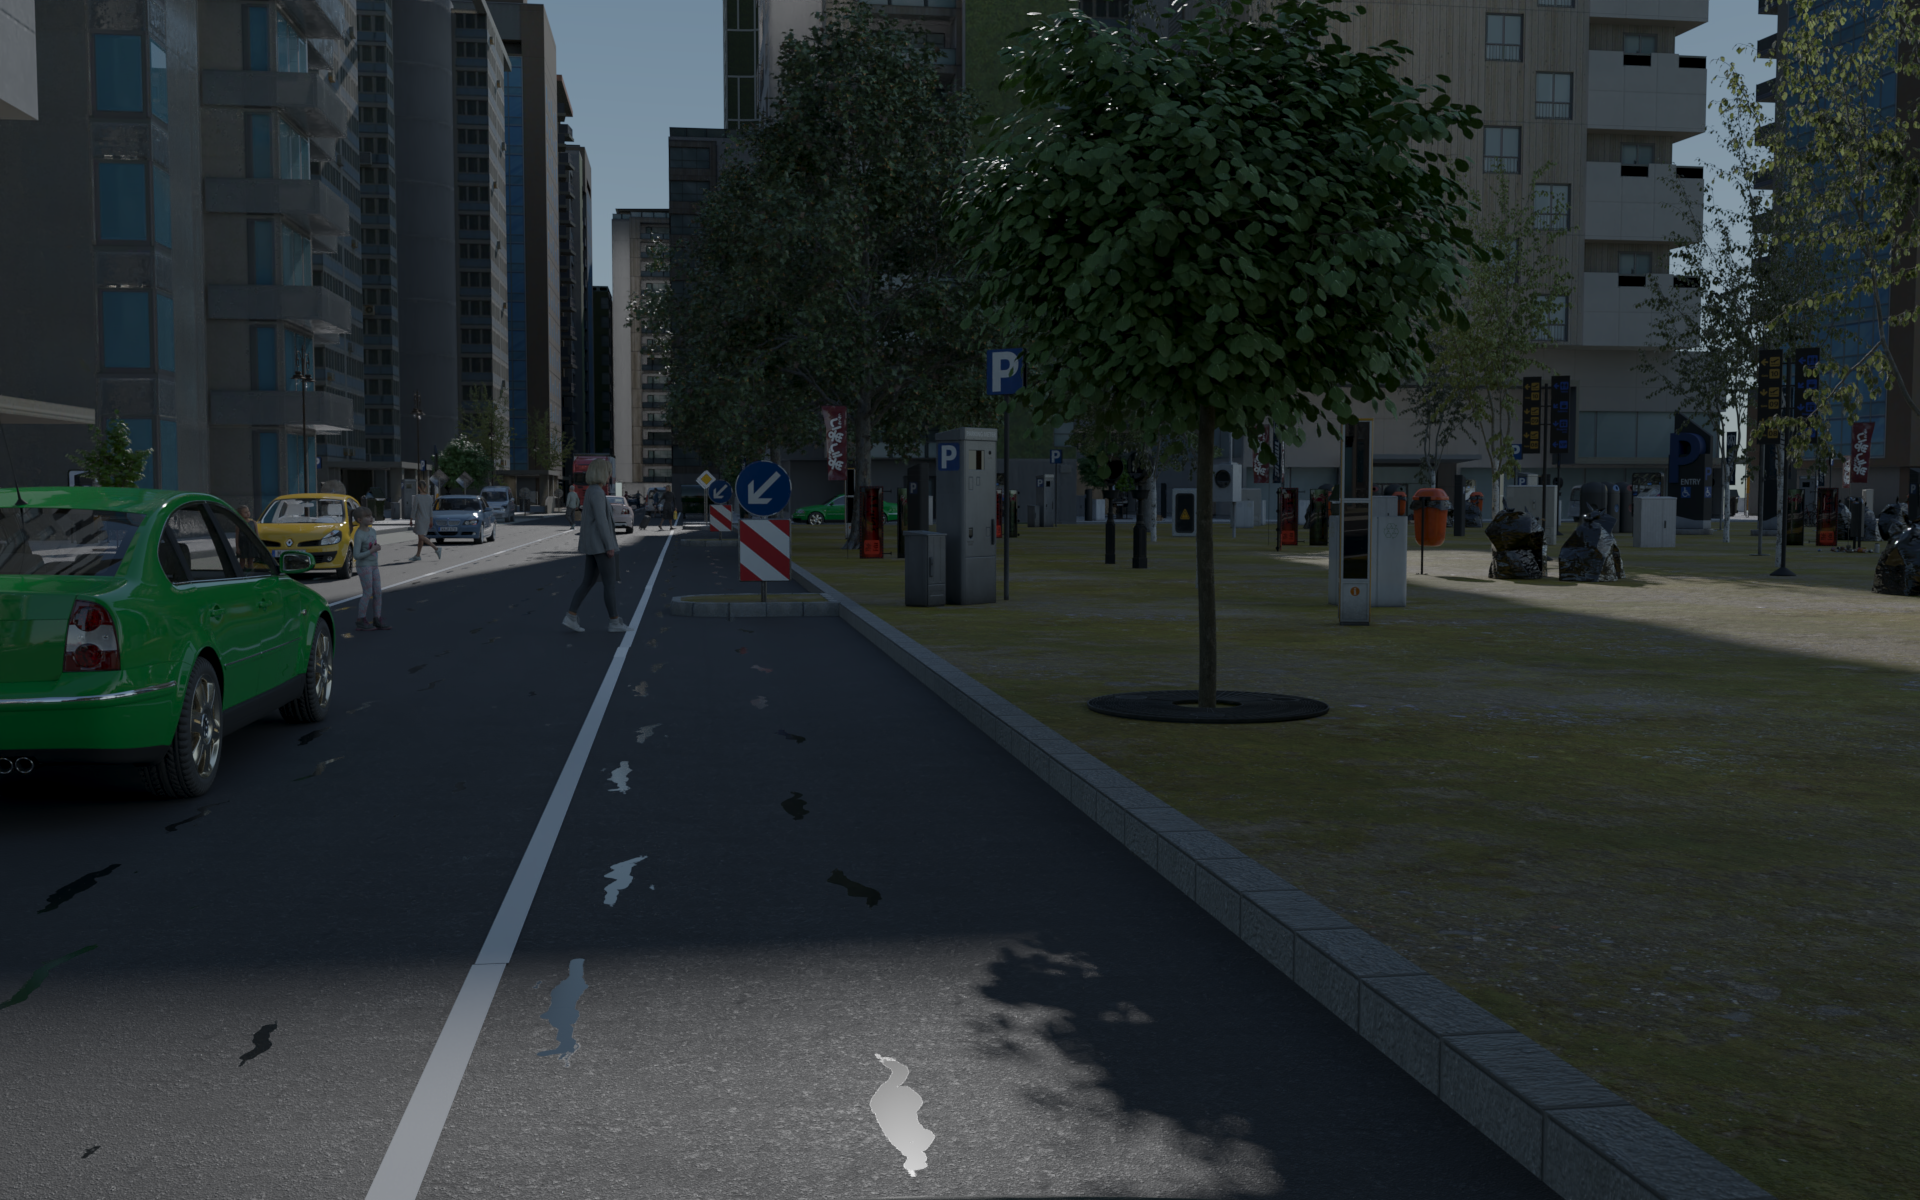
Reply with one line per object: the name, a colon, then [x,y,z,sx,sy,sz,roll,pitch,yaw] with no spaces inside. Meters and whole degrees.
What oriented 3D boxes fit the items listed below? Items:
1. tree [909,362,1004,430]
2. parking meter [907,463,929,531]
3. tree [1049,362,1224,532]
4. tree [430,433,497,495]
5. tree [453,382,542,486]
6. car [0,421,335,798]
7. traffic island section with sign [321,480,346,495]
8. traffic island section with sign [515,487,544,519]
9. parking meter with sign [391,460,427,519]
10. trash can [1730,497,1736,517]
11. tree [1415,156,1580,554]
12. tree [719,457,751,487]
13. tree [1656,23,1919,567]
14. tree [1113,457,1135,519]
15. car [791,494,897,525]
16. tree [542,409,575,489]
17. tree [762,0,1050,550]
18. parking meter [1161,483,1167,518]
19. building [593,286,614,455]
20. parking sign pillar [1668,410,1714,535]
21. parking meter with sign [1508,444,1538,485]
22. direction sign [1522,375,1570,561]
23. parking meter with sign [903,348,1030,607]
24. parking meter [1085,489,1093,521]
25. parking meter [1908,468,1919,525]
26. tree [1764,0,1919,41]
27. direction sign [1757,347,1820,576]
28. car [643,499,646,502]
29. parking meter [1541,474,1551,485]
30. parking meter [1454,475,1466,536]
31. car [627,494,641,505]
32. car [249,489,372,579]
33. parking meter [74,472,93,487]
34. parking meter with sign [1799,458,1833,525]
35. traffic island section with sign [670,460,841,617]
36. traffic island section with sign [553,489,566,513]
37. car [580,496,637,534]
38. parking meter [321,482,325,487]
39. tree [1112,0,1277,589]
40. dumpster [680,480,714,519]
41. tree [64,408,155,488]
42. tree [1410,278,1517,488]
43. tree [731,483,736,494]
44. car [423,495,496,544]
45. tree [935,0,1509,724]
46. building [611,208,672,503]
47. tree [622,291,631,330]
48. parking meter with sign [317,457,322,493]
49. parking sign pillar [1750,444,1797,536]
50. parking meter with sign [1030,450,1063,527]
tree: [-0.088,-7.143,67.153,4.737,8.622,4.395,0,3,0]
parking meter: [-0.803,-1.666,32.949,0.255,1.863,0.399,-3,5,-43]
tree: [5.916,-8.545,57.832,7.486,12.596,7.792,0,3,0]
tree: [-27.931,-6.962,97.542,4.285,4.588,4.351,0,3,0]
tree: [-30.724,-9.931,112.734,4.737,8.622,4.395,0,3,0]
car: [-4.656,-0.037,9.396,1.959,1.807,4.718,-1,4,-9]
traffic island section with sign: [-16.859,-2.317,46.503,1.989,1.847,2.006,-1,4,-9]
traffic island section with sign: [-25.553,-5.702,101.862,1.989,1.847,2.006,-1,4,-9]
parking meter with sign: [-28.124,-5.630,88.309,1.738,3.016,0.543,-3,5,-40]
trash can: [43.630,-5.291,98.159,0.748,1.137,0.748,0,3,0]
tree: [11.306,-5.301,37.033,4.737,8.622,4.395,0,3,0]
tree: [-12.207,-7.132,100.319,4.285,4.588,4.351,0,3,0]
tree: [14.200,-4.876,30.079,4.360,8.622,3.978,0,3,0]
tree: [8.198,-5.707,87.917,1.663,3.219,1.824,0,3,0]
car: [-4.972,-4.075,75.417,4.718,1.807,1.959,-1,4,-10]
tree: [-34.888,-11.971,146.089,4.737,8.622,4.395,0,3,0]
tree: [-2.166,-7.532,40.164,9.611,12.733,9.660,0,3,0]
parking meter: [10.862,-5.299,92.348,0.255,1.863,0.399,1,4,17]
building: [-55.031,-28.594,239.211,14.107,30.474,14.160,-1,4,-9]
parking sign pillar: [23.081,-4.054,54.752,1.447,3.967,1.447,-2,4,-33]
parking meter with sign: [19.968,-3.952,60.869,1.738,3.016,0.543,-3,5,-39]
direction sign: [11.259,-2.529,33.346,0.876,3.537,0.379,2,4,31]
parking meter with sign: [0.049,-1.465,20.221,0.543,3.016,1.738,3,4,38]
parking meter: [6.550,-4.874,88.099,0.372,1.533,0.369,0,3,0]
parking meter: [21.457,-2.023,38.779,0.255,1.863,0.399,0,4,-4]
tree: [8.886,-3.984,15.507,4.360,8.622,3.978,0,3,0]
direction sign: [12.913,-2.145,27.068,0.876,3.537,0.379,3,4,38]
car: [-29.644,-9.482,167.615,1.945,1.354,3.894,-1,4,-11]
parking meter: [17.150,-2.755,50.750,0.255,1.863,0.399,1,4,15]
parking meter: [15.201,-2.872,52.675,0.255,1.863,0.399,2,4,33]
car: [-42.534,-13.051,225.384,2.014,1.417,4.499,0,4,-7]
car: [-11.341,-1.227,30.286,2.015,1.641,3.980,-1,4,-10]
parking meter: [-22.501,-2.371,44.475,0.255,1.863,0.399,2,4,32]
parking meter with sign: [35.611,-4.675,72.690,1.738,3.016,0.543,3,4,36]
traffic island section with sign: [-2.534,-0.766,21.158,1.989,1.847,2.006,-1,4,-9]
traffic island section with sign: [-29.786,-7.349,128.792,1.989,1.847,2.006,-1,4,-9]
car: [-13.035,-3.166,64.131,2.083,1.381,4.827,-1,4,-10]
parking meter: [-31.123,-4.842,84.883,0.255,1.863,0.399,-3,5,-41]
tree: [3.401,-4.473,23.504,4.360,8.622,3.978,0,3,0]
dumpster: [-14.950,-5.744,98.868,1.985,2.255,1.502,-1,4,-9]
tree: [-18.877,-2.711,38.919,1.663,3.219,1.824,0,3,0]
tree: [15.482,-6.452,55.850,4.360,8.622,3.978,0,3,0]
tree: [-20.763,-9.789,154.655,1.663,3.219,1.824,0,3,0]
car: [-14.724,-2.379,50.903,2.014,1.417,4.499,0,4,-8]
tree: [1.479,-1.627,10.311,4.285,4.588,4.351,0,3,0]
building: [-41.100,-34.094,241.033,14.086,41.232,14.154,-1,4,-9]
tree: [-6.069,-8.529,56.451,9.611,12.733,9.660,0,3,0]
parking meter with sign: [-30.444,-5.158,80.591,0.543,3.016,1.738,1,4,16]
parking sign pillar: [25.161,-3.964,53.283,1.447,3.967,1.447,-1,4,-10]
parking meter with sign: [3.269,-4.341,67.239,0.543,3.016,1.738,3,4,37]
